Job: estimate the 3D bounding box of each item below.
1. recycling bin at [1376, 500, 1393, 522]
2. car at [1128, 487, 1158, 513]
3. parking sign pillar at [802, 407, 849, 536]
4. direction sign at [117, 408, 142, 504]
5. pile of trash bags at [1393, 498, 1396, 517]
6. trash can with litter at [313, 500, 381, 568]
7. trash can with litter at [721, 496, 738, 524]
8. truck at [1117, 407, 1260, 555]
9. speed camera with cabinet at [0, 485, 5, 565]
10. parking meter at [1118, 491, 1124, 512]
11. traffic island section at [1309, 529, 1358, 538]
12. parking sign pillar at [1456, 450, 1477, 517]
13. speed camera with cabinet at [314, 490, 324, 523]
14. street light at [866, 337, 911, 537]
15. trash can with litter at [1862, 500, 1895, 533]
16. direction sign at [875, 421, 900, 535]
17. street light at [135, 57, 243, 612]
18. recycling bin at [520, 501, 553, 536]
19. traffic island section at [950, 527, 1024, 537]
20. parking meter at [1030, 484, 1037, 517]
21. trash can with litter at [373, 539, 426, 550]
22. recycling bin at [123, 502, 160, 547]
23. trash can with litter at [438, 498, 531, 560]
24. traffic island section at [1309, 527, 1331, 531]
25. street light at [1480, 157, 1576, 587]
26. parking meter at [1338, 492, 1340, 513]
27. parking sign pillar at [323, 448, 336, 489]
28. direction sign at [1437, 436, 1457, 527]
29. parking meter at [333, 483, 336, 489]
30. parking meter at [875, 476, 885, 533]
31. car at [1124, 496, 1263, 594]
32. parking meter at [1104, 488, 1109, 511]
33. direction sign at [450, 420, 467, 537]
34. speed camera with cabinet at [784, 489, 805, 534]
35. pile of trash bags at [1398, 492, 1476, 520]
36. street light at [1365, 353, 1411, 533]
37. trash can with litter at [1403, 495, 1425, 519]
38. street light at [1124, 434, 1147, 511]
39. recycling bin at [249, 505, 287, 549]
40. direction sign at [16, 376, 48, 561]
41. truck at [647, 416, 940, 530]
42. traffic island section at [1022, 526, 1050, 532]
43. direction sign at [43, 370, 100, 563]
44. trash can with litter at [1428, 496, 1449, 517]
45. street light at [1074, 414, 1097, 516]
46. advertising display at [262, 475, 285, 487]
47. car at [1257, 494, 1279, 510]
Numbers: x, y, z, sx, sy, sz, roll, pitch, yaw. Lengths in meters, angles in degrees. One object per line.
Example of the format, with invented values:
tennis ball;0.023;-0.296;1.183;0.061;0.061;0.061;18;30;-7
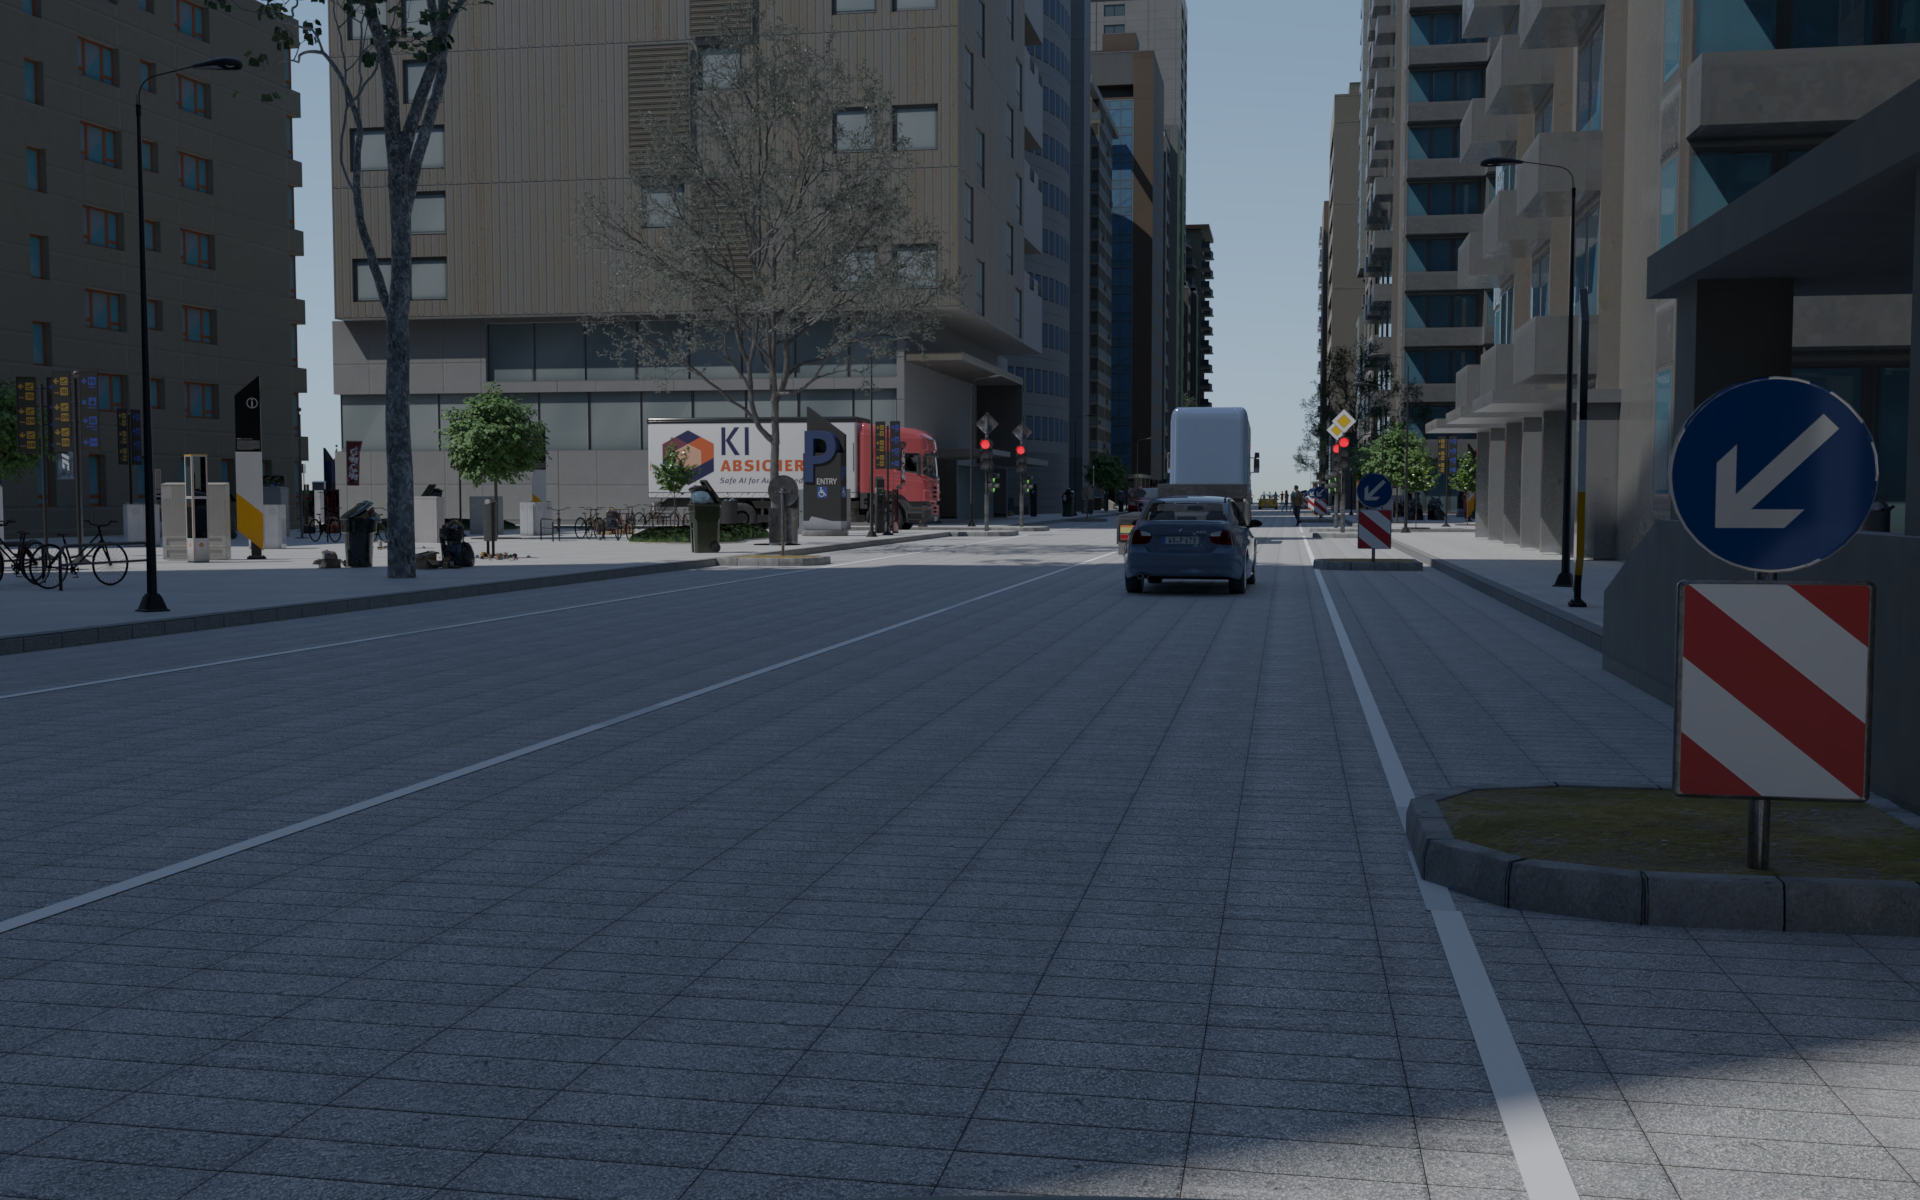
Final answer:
recycling bin;19.591;-4.125;79.995;0.722;1.027;0.722;0;4;6
car;9.967;-5.008;90.553;2.281;1.827;5.304;1;4;12
parking sign pillar;-4.142;-3.951;53.069;1.447;3.967;1.447;1;4;22
direction sign;-22.115;-3.314;46.173;0.379;3.537;0.876;1;4;12
pile of trash bags;24.398;-5.389;97.869;1.912;1.369;3.447;0;4;-5
trash can with litter;-10.674;-1.148;30.151;1.055;1.170;0.624;-3;5;-44
trash can with litter;-6.667;-2.567;53.032;2.233;1.210;1.678;-1;4;-10
truck;6.568;-3.562;47.991;2.967;4.110;18.799;1;4;11
speed camera with cabinet;-16.790;-2.139;29.309;0.660;3.252;2.038;-1;4;-16
parking meter;11.526;-7.065;123.921;0.372;1.533;0.369;0;3;0
traffic island section;12.729;-2.157;57.542;2.009;0.180;2.903;1;4;11
parking sign pillar;28.442;-6.612;96.585;1.447;3.967;1.447;0;4;3
speed camera with cabinet;-29.486;-5.071;77.250;2.038;3.252;0.660;0;4;-7
street light;-2.099;-4.823;51.395;1.470;5.913;1.316;1;4;11
trash can with litter;10.987;-0.585;20.615;1.678;1.210;2.233;0;4;1
direction sign;-2.245;-3.783;53.857;0.876;3.537;0.379;2;4;28
street light;-8.307;-2.821;18.673;1.470;5.913;1.316;1;4;11
recycling bin;-13.201;-2.531;53.938;0.722;1.027;0.722;2;4;34
traffic island section;0.898;-2.293;59.778;2.009;0.180;2.903;1;4;11
parking meter;4.153;-5.640;97.926;0.399;1.863;0.255;1;4;12
trash can with litter;-13.352;-1.793;40.377;1.678;1.210;2.233;-1;4;-15
recycling bin;-20.006;-1.821;42.334;0.722;1.027;0.722;-2;4;-34
trash can with litter;-9.311;-1.417;34.232;1.678;1.210;2.233;-2;4;-27
traffic island section;14.214;-2.637;65.388;2.009;0.180;2.903;1;4;11
street light;7.867;-3.144;23.953;1.470;5.913;1.316;1;4;11
parking meter;25.638;-6.842;117.584;0.255;1.863;0.399;0;4;4
parking sign pillar;-36.725;-6.904;101.357;1.447;3.967;1.447;0;4;7
direction sign;19.087;-4.642;67.893;0.379;3.537;0.876;-3;4;-39
parking meter;-29.895;-4.737;83.163;0.399;1.863;0.255;2;4;34
parking meter;-2.636;-3.128;56.848;0.255;1.863;0.399;-1;4;-16
car;3.547;-0.874;26.298;2.014;1.417;4.499;1;4;13
parking meter;11.251;-7.803;133.291;0.255;1.863;0.399;-2;4;-24
direction sign;-15.091;-3.686;52.262;0.379;3.537;0.876;1;4;20
speed camera with cabinet;-5.007;-3.747;55.595;2.038;3.252;0.660;-1;4;-19
pile of trash bags;23.528;-4.602;84.992;3.447;1.369;1.912;2;4;24
street light;14.190;-5.174;57.141;1.470;5.913;1.316;1;4;11
trash can with litter;23.455;-4.725;88.308;1.678;1.210;2.233;1;4;16
street light;13.397;-9.851;133.597;1.470;5.913;1.316;1;4;11
recycling bin;-16.255;-1.719;40.653;0.722;1.027;0.722;-1;4;-11
direction sign;-17.715;-2.538;33.494;0.876;3.537;0.379;-1;4;-16
truck;-5.770;-4.593;64.005;11.283;4.237;2.839;1;4;9
traffic island section;2.383;-2.773;67.624;2.009;0.180;2.903;1;4;11
direction sign;-16.220;-2.436;31.833;0.876;3.537;0.379;0;4;5
trash can with litter;25.194;-4.879;91.152;1.055;1.170;0.624;1;4;12
street light;7.249;-7.848;100.863;1.470;5.913;1.316;1;4;11
advertising display;-23.766;-3.333;59.703;0.974;1.923;0.123;-1;4;-16
car;28.425;-9.145;159.750;2.015;1.641;3.980;1;4;12
